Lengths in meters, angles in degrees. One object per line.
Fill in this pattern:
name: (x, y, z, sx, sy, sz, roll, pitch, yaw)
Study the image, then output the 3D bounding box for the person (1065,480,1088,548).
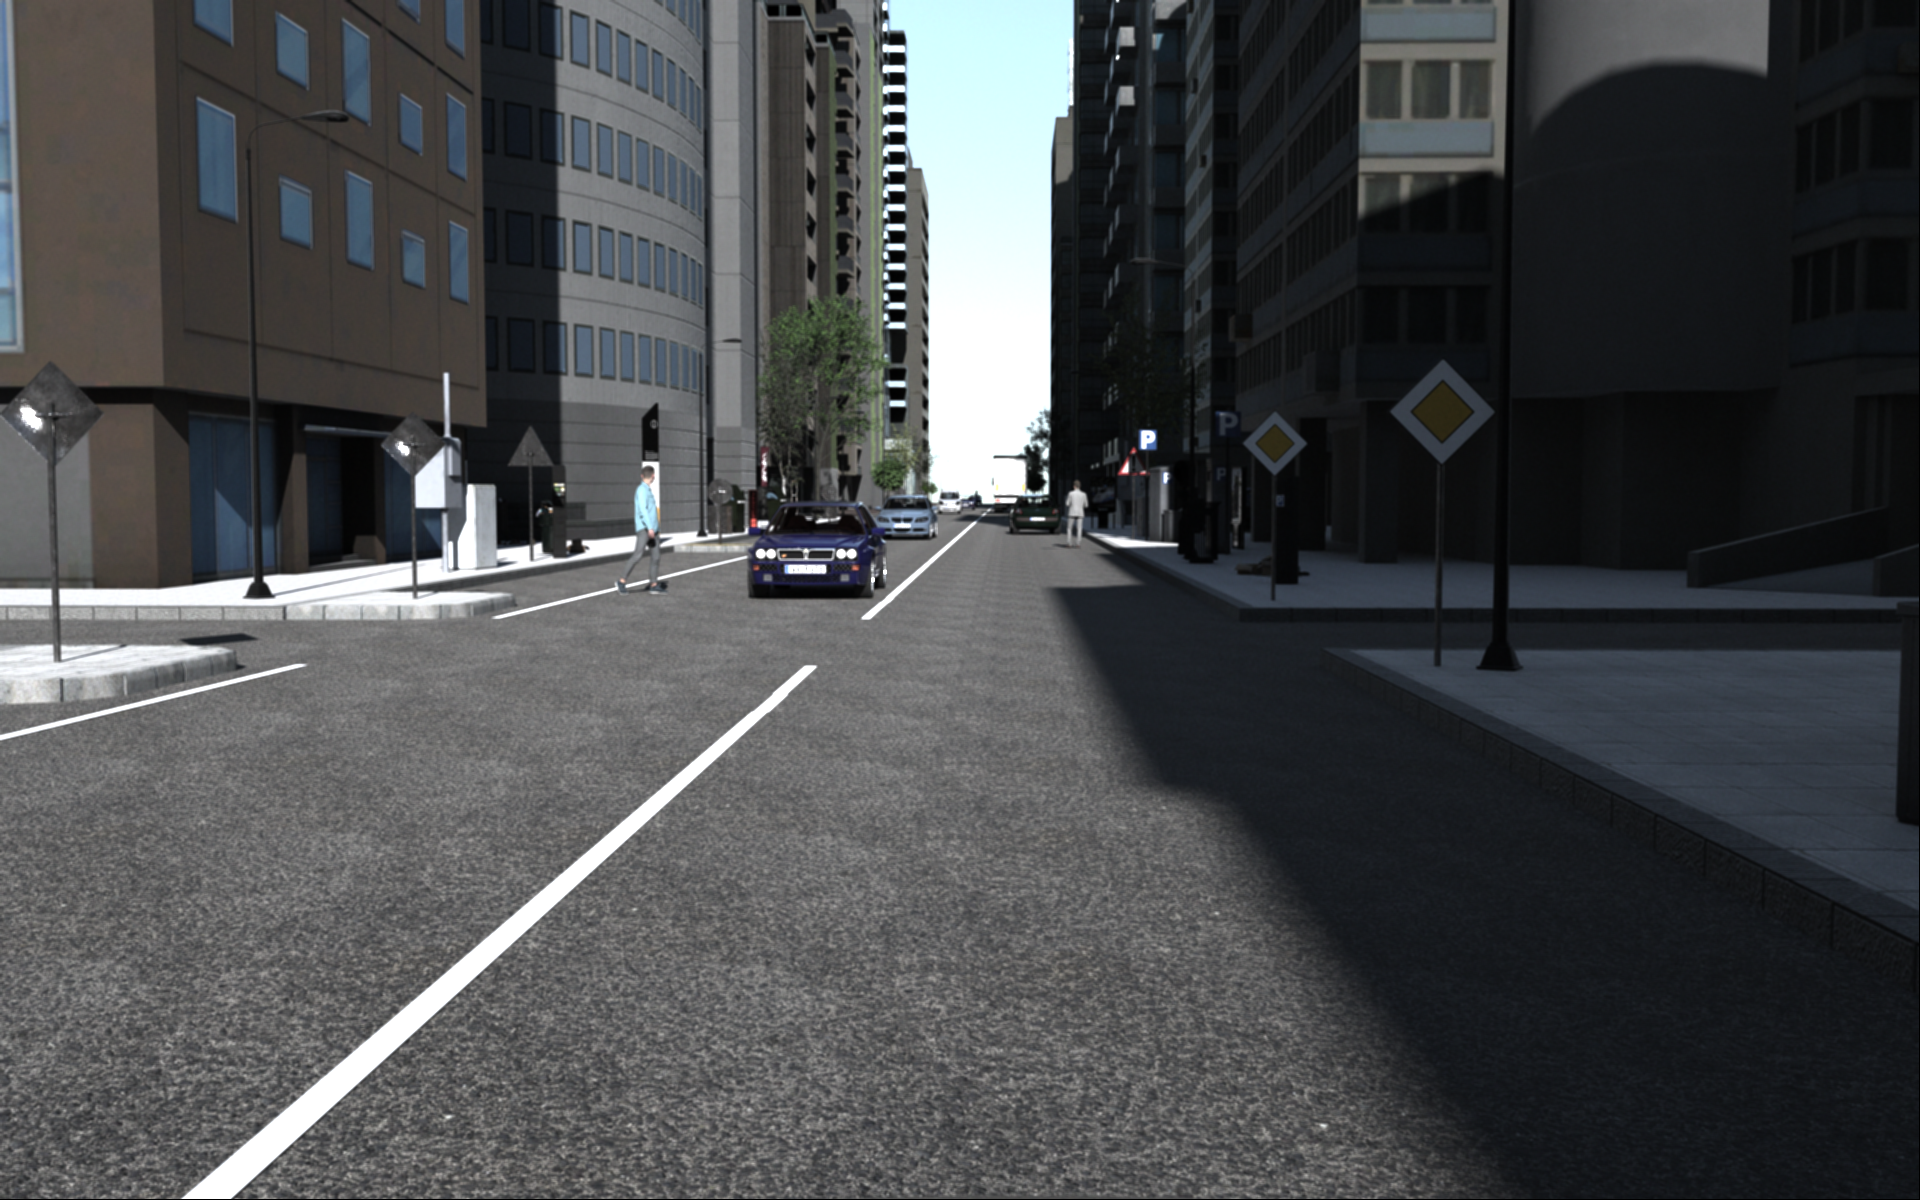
person: (3.060, -2.283, 46.020, 0.606, 1.804, 0.583, -1, 4, -19)

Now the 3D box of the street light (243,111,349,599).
street light: (-8.105, -2.974, 21.162, 1.470, 5.913, 1.316, 0, 4, 2)

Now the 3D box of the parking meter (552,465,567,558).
parking meter: (-8.017, -1.770, 34.644, 0.255, 1.863, 0.399, -1, 4, -15)

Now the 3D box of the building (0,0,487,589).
building: (-17.198, -23.166, 28.879, 14.600, 45.320, 14.200, 0, 4, 2)

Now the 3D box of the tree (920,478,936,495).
tree: (-4.173, -12.904, 205.583, 1.663, 3.219, 1.824, 0, 3, 0)

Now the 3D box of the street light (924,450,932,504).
street light: (-3.740, -12.731, 180.686, 1.470, 5.913, 1.316, 0, 4, 2)

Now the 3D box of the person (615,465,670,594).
person: (-4.547, -1.008, 24.835, 0.748, 1.841, 0.638, 1, 4, 11)

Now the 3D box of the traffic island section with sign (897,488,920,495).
traffic island section with sign: (-3.997, -6.818, 120.096, 1.989, 1.847, 2.006, 0, 4, 2)

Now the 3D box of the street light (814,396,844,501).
street light: (-6.377, -6.726, 82.513, 1.470, 5.913, 1.316, 0, 4, 2)

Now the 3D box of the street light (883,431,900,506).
street light: (-5.144, -9.537, 128.469, 1.470, 5.913, 1.316, 0, 4, 2)

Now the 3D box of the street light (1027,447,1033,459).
street light: (7.687, -12.176, 171.622, 1.470, 5.913, 1.316, 0, 4, 2)

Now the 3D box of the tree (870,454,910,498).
tree: (-5.734, -9.668, 141.780, 4.285, 4.588, 4.351, 0, 3, 0)

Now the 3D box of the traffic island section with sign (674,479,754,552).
traffic island section with sign: (-6.074, -2.147, 43.738, 1.989, 1.847, 2.006, 0, 4, 2)

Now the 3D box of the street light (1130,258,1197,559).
street light: (4.051, -3.774, 34.247, 1.470, 5.913, 1.316, 0, 4, 2)

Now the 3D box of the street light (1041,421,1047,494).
street light: (6.060, -8.371, 109.405, 1.470, 5.913, 1.316, 0, 4, 2)

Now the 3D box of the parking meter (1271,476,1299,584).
parking meter: (4.644, -0.997, 24.715, 0.372, 1.533, 0.369, 0, 3, 0)

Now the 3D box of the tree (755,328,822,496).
tree: (-7.889, -7.681, 75.950, 4.360, 8.622, 3.978, 0, 3, 0)

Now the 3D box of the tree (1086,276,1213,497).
tree: (6.519, -6.675, 59.501, 4.737, 8.622, 4.395, 0, 3, 0)

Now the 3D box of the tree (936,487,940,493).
tree: (-3.639, -14.976, 239.462, 1.663, 3.219, 1.824, 0, 3, 0)

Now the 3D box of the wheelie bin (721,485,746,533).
wheelie bin: (-7.507, -3.005, 57.039, 0.693, 1.594, 0.980, 1, 4, 21)

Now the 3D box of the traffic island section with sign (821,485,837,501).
traffic island section with sign: (-5.334, -3.817, 71.038, 1.989, 1.847, 2.006, 0, 4, 2)

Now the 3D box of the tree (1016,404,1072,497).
tree: (9.290, -15.050, 180.487, 7.601, 10.594, 8.767, -2, 4, -27)

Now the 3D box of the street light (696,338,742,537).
street light: (-7.212, -4.850, 51.837, 1.470, 5.913, 1.316, 0, 4, 2)

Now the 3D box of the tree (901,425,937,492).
tree: (-4.323, -14.353, 185.027, 4.360, 8.622, 3.978, 0, 3, 0)

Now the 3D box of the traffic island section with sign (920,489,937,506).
traffic island section with sign: (-3.252, -8.505, 147.691, 1.989, 1.847, 2.006, 0, 4, 2)

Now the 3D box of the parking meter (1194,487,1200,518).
parking meter: (8.778, -3.448, 64.792, 0.372, 1.533, 0.369, 0, 3, 0)

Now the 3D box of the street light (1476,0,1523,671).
street light: (3.424, -2.448, 12.562, 1.470, 5.913, 1.316, 0, 4, 2)

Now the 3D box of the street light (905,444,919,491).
street light: (-4.463, -11.438, 159.556, 1.470, 5.913, 1.316, 0, 4, 2)

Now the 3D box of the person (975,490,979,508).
person: (1.782, -10.746, 184.179, 0.705, 1.826, 1.348, -1, 4, -16)

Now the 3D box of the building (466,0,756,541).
building: (-19.470, -31.541, 57.700, 21.231, 58.520, 28.212, 0, 4, 2)

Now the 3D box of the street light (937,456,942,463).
street light: (-3.007, -14.607, 211.365, 1.470, 5.913, 1.316, 0, 4, 2)

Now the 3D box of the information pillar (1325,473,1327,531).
information pillar: (12.559, -3.406, 60.180, 0.304, 2.012, 0.304, 0, 4, 1)

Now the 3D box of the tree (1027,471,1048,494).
tree: (10.232, -15.326, 234.298, 4.285, 4.588, 4.351, 0, 3, 0)

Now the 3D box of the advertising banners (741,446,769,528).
advertising banners: (-7.570, -4.094, 63.116, 0.090, 3.025, 2.074, 2, 4, 31)

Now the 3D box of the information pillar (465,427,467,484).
information pillar: (-12.193, -3.109, 42.185, 0.183, 3.616, 0.504, 1, 4, 21)

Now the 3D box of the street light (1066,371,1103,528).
street light: (4.817, -5.670, 65.241, 1.470, 5.913, 1.316, 0, 4, 2)

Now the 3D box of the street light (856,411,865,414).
street light: (-6.056, -7.644, 97.521, 1.470, 5.913, 1.316, 0, 4, 2)

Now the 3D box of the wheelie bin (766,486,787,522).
wheelie bin: (-7.467, -3.814, 70.263, 0.693, 1.594, 0.980, 1, 4, 20)

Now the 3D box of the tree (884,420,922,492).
tree: (-5.791, -13.541, 171.749, 4.737, 8.622, 4.395, 0, 3, 0)

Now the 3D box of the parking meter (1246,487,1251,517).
parking meter: (10.674, -3.400, 64.002, 0.372, 1.533, 0.369, 0, 3, 0)

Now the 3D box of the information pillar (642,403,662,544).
information pillar: (-7.894, -3.237, 44.275, 0.183, 3.616, 0.504, 3, 5, 40)

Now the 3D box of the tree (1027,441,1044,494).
tree: (10.401, -18.256, 248.840, 4.737, 8.622, 4.395, 0, 3, 0)

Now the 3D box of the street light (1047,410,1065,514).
street light: (5.694, -7.546, 95.916, 1.470, 5.913, 1.316, 0, 4, 2)

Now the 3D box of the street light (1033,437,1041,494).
street light: (6.914, -10.274, 140.525, 1.470, 5.913, 1.316, 0, 4, 2)

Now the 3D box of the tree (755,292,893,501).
tree: (-7.292, -9.988, 89.061, 9.928, 11.665, 9.643, 0, 3, 0)

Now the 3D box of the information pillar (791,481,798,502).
information pillar: (-9.216, -5.631, 96.554, 0.304, 2.012, 0.304, 0, 4, 5)
